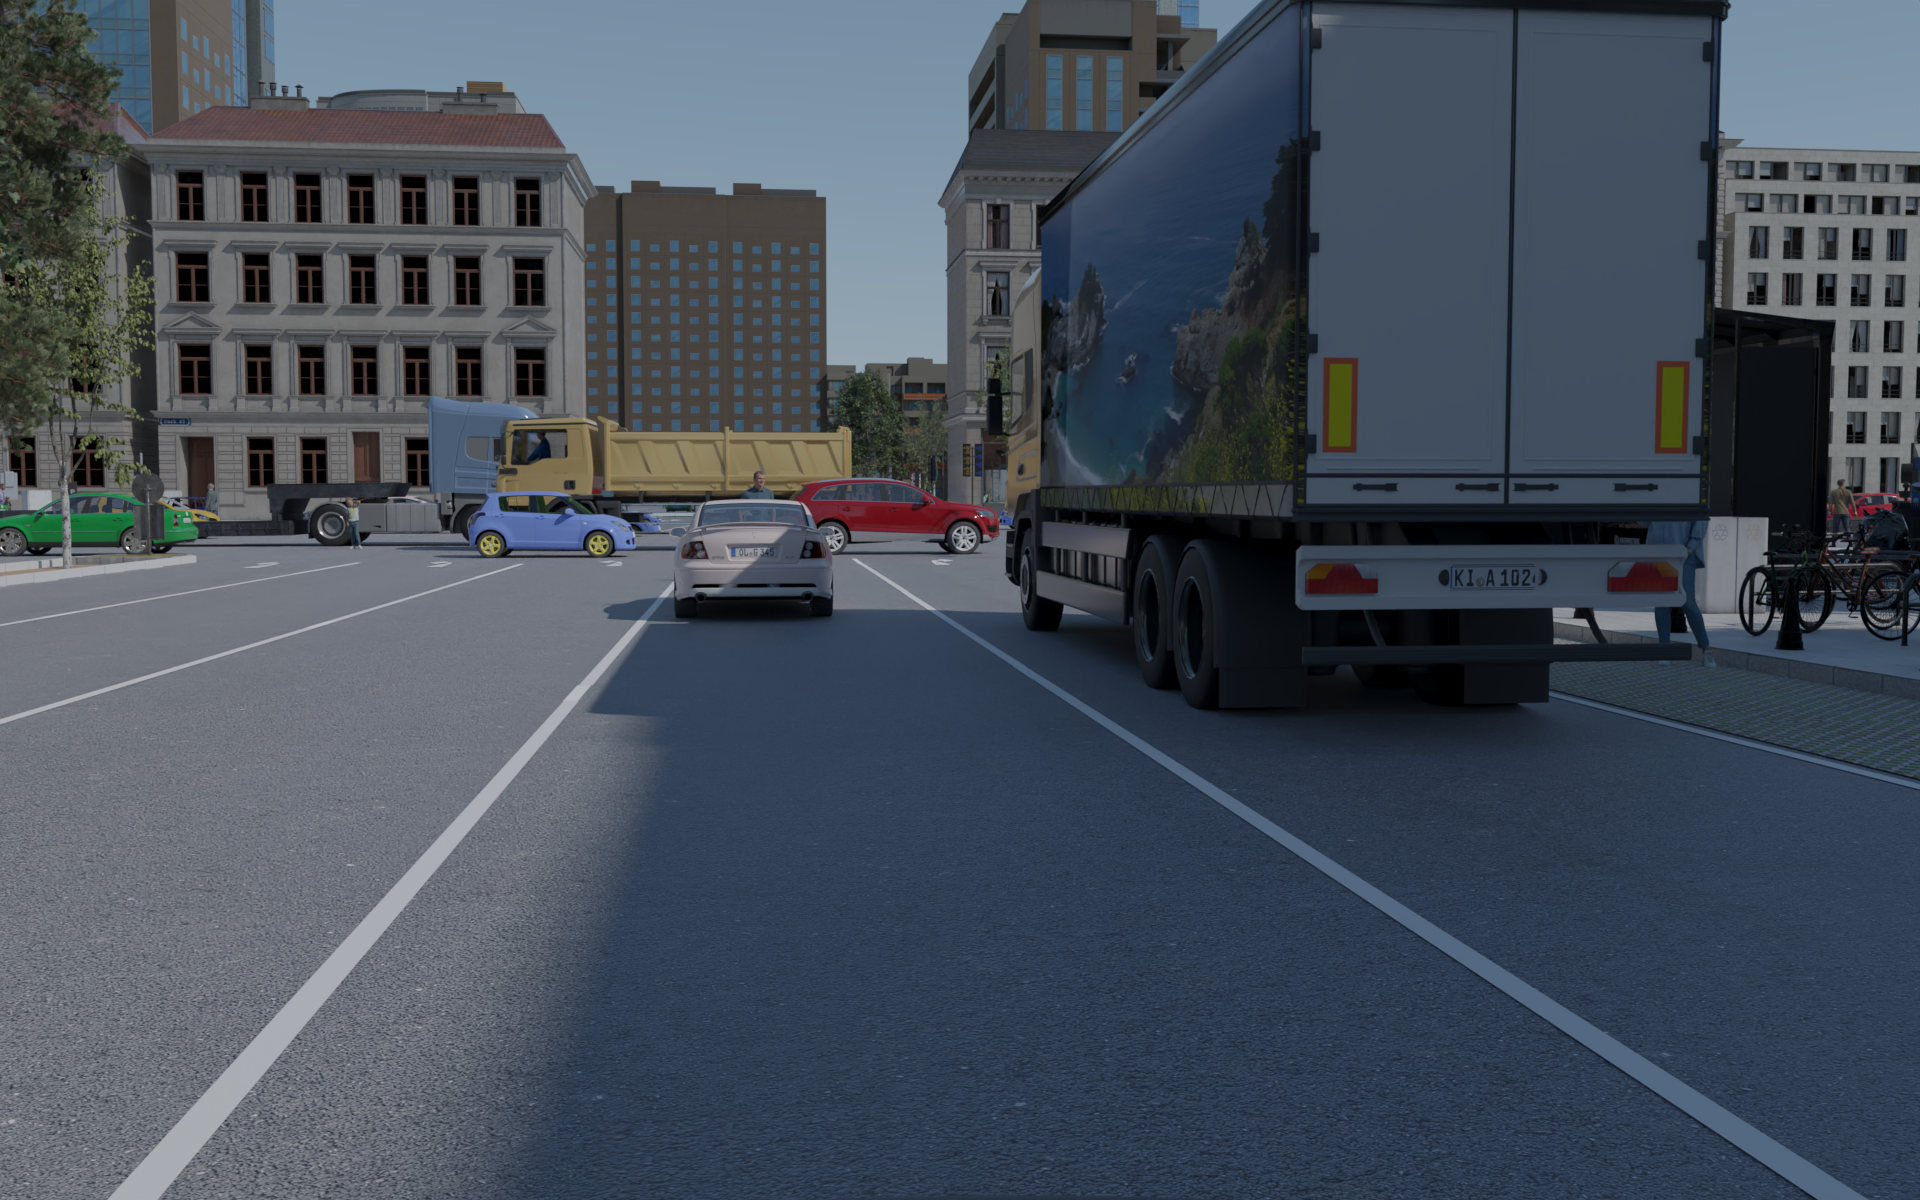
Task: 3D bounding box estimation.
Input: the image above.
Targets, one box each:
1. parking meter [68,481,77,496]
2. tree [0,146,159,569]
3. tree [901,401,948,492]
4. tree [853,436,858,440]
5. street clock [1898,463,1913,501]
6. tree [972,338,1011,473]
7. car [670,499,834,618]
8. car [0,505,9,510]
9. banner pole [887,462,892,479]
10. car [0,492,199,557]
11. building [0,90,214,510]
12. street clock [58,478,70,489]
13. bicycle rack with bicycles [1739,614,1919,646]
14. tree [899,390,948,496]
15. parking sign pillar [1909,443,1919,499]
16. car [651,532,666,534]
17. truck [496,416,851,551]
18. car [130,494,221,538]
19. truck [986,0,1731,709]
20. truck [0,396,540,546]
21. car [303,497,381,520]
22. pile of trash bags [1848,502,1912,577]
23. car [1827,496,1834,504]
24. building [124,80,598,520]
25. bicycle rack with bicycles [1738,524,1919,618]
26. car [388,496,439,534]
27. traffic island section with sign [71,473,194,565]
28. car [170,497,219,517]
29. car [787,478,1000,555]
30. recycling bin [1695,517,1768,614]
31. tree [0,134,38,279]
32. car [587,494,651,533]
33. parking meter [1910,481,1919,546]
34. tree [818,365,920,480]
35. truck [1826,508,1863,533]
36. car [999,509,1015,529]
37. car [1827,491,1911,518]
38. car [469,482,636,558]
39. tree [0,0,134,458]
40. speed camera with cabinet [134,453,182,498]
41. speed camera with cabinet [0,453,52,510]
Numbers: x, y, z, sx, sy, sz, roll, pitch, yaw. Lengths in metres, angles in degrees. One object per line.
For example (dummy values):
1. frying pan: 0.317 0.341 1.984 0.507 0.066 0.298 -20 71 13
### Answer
1. parking meter: -40.407 -4.473 78.852 0.399 1.863 0.255 -2 4 -28
2. tree: -16.930 -4.873 32.495 4.737 8.622 4.395 0 3 0
3. tree: -2.491 -11.197 133.435 4.737 8.622 4.395 0 3 0
4. tree: -10.654 -13.224 166.575 4.360 8.622 3.978 0 3 0
5. street clock: 22.345 -2.223 40.924 0.358 2.002 0.471 2 4 25
6. tree: 2.671 -8.082 82.501 4.737 8.622 4.395 0 3 0
7. car: -2.577 -0.562 21.545 2.083 1.381 4.827 0 4 -7
8. car: -37.213 -3.317 63.032 4.718 1.807 1.959 0 4 -6
9. banner pole: -5.476 -8.822 134.250 0.401 3.779 0.863 -3 4 -36
10. car: -20.441 -1.943 40.557 4.718 1.807 1.959 0 4 -7
11. building: -51.084 -15.391 87.804 21.152 22.565 11.583 0 4 -7
12. street clock: -41.046 -4.576 79.391 0.471 2.002 0.358 1 4 10
13. bicycle rack with bicycles: 8.359 -0.147 15.791 2.925 0.926 2.852 -1 4 -16
14. tree: -2.062 -10.503 122.082 4.360 8.622 3.978 0 3 0
15. parking sign pillar: 50.436 -6.285 91.237 1.447 3.967 1.447 3 5 43
16. car: -9.352 -3.299 62.611 5.304 1.827 2.281 0 4 -6
17. truck: -7.732 -2.976 44.579 9.791 3.379 3.469 0 4 -5
18. car: -25.674 -2.755 55.274 3.980 1.641 2.015 0 4 -7
19. truck: 2.270 -1.590 14.907 2.839 4.237 11.283 0 4 -7
20. truck: -20.302 -3.557 47.921 18.799 4.110 2.967 0 4 -6
21. car: -22.917 -3.334 66.511 4.499 1.417 2.014 0 4 -6
22. pile of trash bags: 15.593 -1.041 26.771 3.447 1.369 1.912 2 4 35
23. car: 36.583 -3.834 75.264 3.894 1.354 1.945 0 4 -6
24. building: -30.107 -15.557 90.516 21.152 22.565 11.583 0 4 -7
25. bicycle rack with bicycles: 9.985 -0.404 19.991 2.925 0.926 2.852 2 4 29
26. car: -20.664 -3.106 63.137 4.827 1.381 2.083 0 4 -5
27. traffic island section with sign: -17.007 -1.695 35.846 2.006 1.907 1.989 0 4 -7
28. car: -29.963 -3.314 66.764 1.945 1.354 3.894 0 4 -7
29. car: -1.675 -2.018 41.661 5.304 1.827 2.281 -1 4 -8
30. recycling bin: 8.274 -0.386 18.863 0.722 1.027 0.722 0 4 -3
31. tree: -15.179 -5.980 17.237 9.611 12.733 9.660 0 3 0
32. car: -13.056 -3.250 64.939 4.920 1.459 2.131 -1 4 -8
33. parking meter: 18.596 -1.535 33.515 0.372 1.533 0.369 0 3 0
34. tree: -8.257 -14.490 153.927 9.611 12.733 9.660 0 3 0
35. truck: 32.457 -4.059 56.131 18.799 4.110 2.967 0 4 -7
36. car: 3.417 -3.698 70.046 3.694 1.707 1.945 0 4 -8
37. car: 34.771 -3.541 66.937 4.494 1.783 2.155 0 4 -7
38. car: -9.266 -1.827 39.468 3.694 1.707 1.945 0 4 -6
39. tree: -16.511 -6.242 26.565 6.751 12.117 7.091 0 3 0
40. speed camera with cabinet: -38.732 -5.463 83.663 2.038 3.252 0.660 -1 4 -13
41. speed camera with cabinet: -38.576 -4.708 71.309 0.660 3.252 2.038 2 4 35
